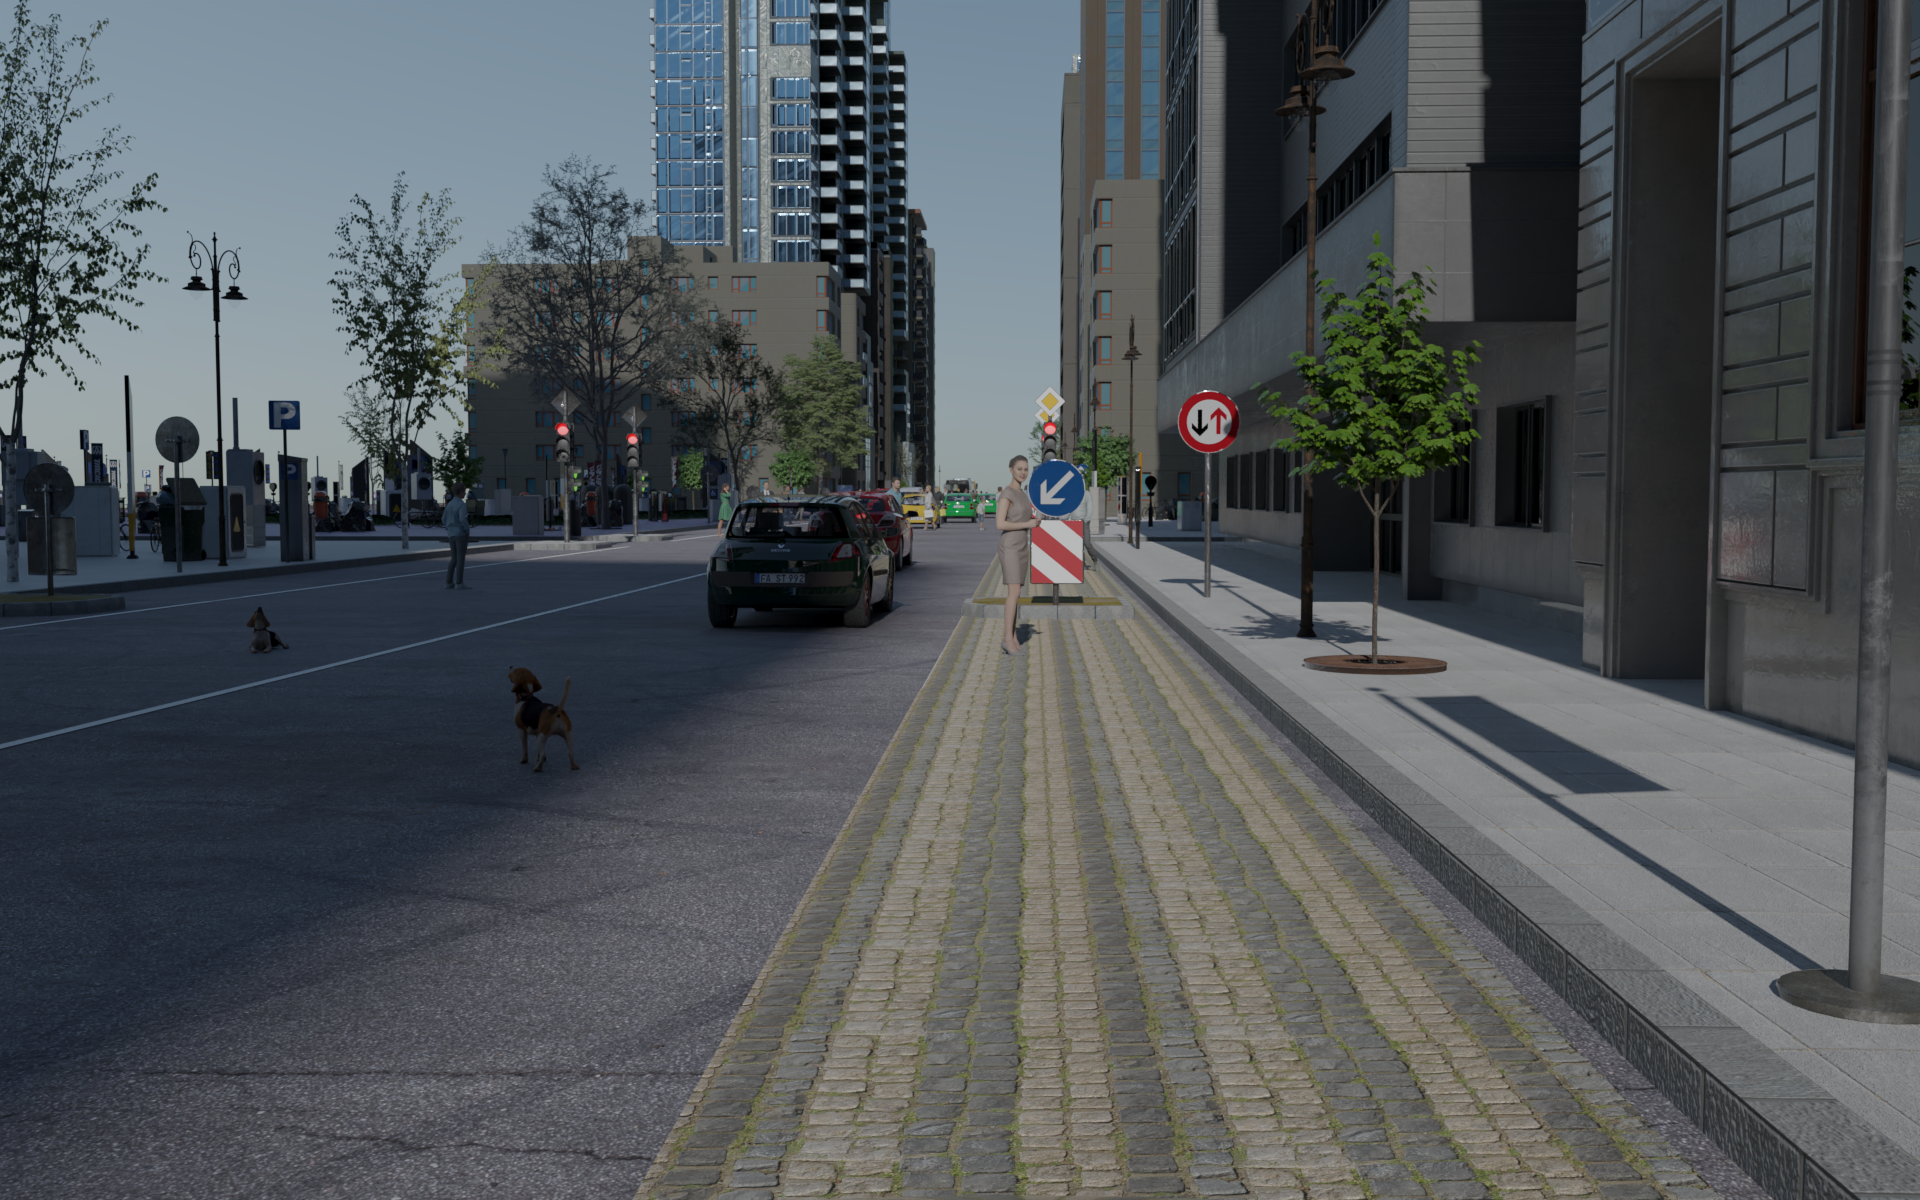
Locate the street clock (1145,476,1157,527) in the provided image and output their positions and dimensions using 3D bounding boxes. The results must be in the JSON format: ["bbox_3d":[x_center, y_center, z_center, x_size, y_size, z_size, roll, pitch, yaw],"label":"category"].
[{"bbox_3d":[7.462,-3.865,67.765,0.471,2.002,0.358,0,4,7],"label":"street clock"}]

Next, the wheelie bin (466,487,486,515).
[{"bbox_3d":[-22.235,-4.377,79.480,0.693,1.594,0.980,2,4,30],"label":"wheelie bin"}]

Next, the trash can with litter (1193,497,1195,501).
[{"bbox_3d":[11.461,-4.300,81.698,1.055,1.170,0.624,0,4,-3],"label":"trash can with litter"}]

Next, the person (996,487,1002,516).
[{"bbox_3d":[1.809,-4.023,74.840,0.480,1.755,0.524,2,4,34],"label":"person"}]

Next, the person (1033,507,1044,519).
[{"bbox_3d":[2.958,-3.247,62.345,0.760,1.731,0.466,1,4,20],"label":"person"}]

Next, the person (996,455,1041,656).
[{"bbox_3d":[0.521,-0.406,15.485,0.374,1.781,0.599,2,4,25],"label":"person"}]

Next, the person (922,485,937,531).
[{"bbox_3d":[-1.182,-3.593,67.599,0.624,1.780,0.694,0,3,0],"label":"person"}]

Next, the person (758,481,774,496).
[{"bbox_3d":[-6.045,-2.827,54.495,0.659,1.850,0.755,-1,4,-16],"label":"person"}]

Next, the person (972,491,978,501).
[{"bbox_3d":[1.387,-8.791,152.955,0.721,1.735,1.217,-3,5,-43],"label":"person"}]

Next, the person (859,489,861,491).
[{"bbox_3d":[-6.924,-6.790,119.852,0.374,1.781,0.599,2,4,29],"label":"person"}]

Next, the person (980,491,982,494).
[{"bbox_3d":[1.938,-9.539,165.175,0.721,1.736,1.217,-1,4,-21],"label":"person"}]

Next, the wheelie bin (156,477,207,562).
[{"bbox_3d":[-14.869,-1.536,33.022,0.693,1.594,0.980,2,4,25],"label":"wheelie bin"}]

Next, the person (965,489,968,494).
[{"bbox_3d":[0.467,-6.434,113.977,0.520,1.790,0.573,2,4,32],"label":"person"}]

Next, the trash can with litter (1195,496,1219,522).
[{"bbox_3d":[11.679,-4.233,80.604,1.055,1.170,0.624,-2,4,-24],"label":"trash can with litter"}]

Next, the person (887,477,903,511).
[{"bbox_3d":[-1.567,-1.927,40.021,0.620,1.820,0.660,2,4,27],"label":"person"}]

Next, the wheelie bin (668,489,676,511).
[{"bbox_3d":[-18.511,-6.298,110.878,0.693,1.594,0.980,-1,4,-11],"label":"wheelie bin"}]

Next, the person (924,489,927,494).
[{"bbox_3d":[-2.351,-6.863,120.810,0.767,1.812,0.694,-1,4,-22],"label":"person"}]

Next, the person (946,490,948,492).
[{"bbox_3d":[-1.135,-7.101,125.268,0.598,1.740,0.731,0,3,0],"label":"person"}]

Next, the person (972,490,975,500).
[{"bbox_3d":[1.291,-9.405,162.279,0.705,1.823,1.348,-1,4,-13],"label":"person"}]

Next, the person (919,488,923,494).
[{"bbox_3d":[-2.091,-5.090,92.469,0.760,1.731,0.466,-1,4,-17],"label":"person"}]

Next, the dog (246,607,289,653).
[{"bbox_3d":[-6.332,0.260,15.948,0.550,0.427,0.748,2,4,29],"label":"dog"}]

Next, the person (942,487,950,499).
[{"bbox_3d":[-0.864,-6.123,108.381,0.659,1.850,0.755,1,4,19],"label":"person"}]

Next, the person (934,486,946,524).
[{"bbox_3d":[-1.233,-4.479,81.947,0.699,1.804,1.509,-2,4,-25],"label":"person"}]

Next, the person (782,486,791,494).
[{"bbox_3d":[-8.183,-4.463,81.388,0.836,1.842,0.656,0,4,1],"label":"person"}]

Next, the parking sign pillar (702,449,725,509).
[{"bbox_3d":[-14.540,-6.965,102.343,1.447,3.967,1.447,0,4,8],"label":"parking sign pillar"}]

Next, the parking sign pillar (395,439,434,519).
[{"bbox_3d":[-26.539,-5.911,85.110,1.447,3.967,1.447,1,4,23],"label":"parking sign pillar"}]

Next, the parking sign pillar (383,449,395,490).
[{"bbox_3d":[-33.853,-7.049,103.718,1.447,3.967,1.447,2,4,33],"label":"parking sign pillar"}]

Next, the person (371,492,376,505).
[{"bbox_3d":[-71.780,-12.408,212.302,0.756,1.711,0.436,-1,4,-16],"label":"person"}]

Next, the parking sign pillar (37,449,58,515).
[{"bbox_3d":[-54.660,-7.056,103.837,1.447,3.967,1.447,2,4,26],"label":"parking sign pillar"}]

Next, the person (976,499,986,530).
[{"bbox_3d":[0.844,-3.402,68.800,0.352,1.250,0.332,-1,4,-18],"label":"person"}]

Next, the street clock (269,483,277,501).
[{"bbox_3d":[-43.629,-6.452,110.068,0.471,2.002,0.358,2,4,25],"label":"street clock"}]

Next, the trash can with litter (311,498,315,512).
[{"bbox_3d":[-41.995,-6.210,112.916,0.624,1.170,1.055,-2,4,-23],"label":"trash can with litter"}]

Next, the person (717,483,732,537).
[{"bbox_3d":[-7.843,-3.005,57.873,0.529,1.795,0.600,0,4,5],"label":"person"}]

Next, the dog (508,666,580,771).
[{"bbox_3d":[-2.203,0.623,9.098,0.540,0.507,0.406,1,4,13],"label":"dog"}]

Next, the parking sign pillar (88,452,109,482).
[{"bbox_3d":[-52.897,-7.200,106.184,1.447,3.967,1.447,2,4,31],"label":"parking sign pillar"}]

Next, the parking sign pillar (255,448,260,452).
[{"bbox_3d":[-41.602,-6.906,101.377,1.447,3.967,1.447,-1,4,-20],"label":"parking sign pillar"}]

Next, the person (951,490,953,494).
[{"bbox_3d":[-0.744,-8.039,140.469,0.617,1.759,0.750,-2,4,-35],"label":"person"}]

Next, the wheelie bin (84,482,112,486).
[{"bbox_3d":[-22.972,-2.338,46.136,0.980,1.594,0.693,-2,4,-27],"label":"wheelie bin"}]

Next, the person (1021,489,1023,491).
[{"bbox_3d":[4.497,-7.294,127.734,0.794,1.824,0.713,-1,4,-23],"label":"person"}]

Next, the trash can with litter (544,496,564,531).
[{"bbox_3d":[-14.304,-3.044,60.830,1.678,1.210,2.233,-1,4,-16],"label":"trash can with litter"}]

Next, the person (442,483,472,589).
[{"bbox_3d":[-7.552,-0.966,26.097,0.330,1.601,0.589,-3,5,-41],"label":"person"}]

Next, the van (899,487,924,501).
[{"bbox_3d":[-2.920,-5.747,100.969,2.013,2.044,4.112,0,4,3],"label":"van"}]

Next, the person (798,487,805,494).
[{"bbox_3d":[-8.420,-5.101,92.029,0.709,1.813,0.853,3,5,44],"label":"person"}]

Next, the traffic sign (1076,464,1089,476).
[{"bbox_3d":[5.202,-4.503,73.730,0.768,2.556,0.104,0,4,4],"label":"traffic sign"}]

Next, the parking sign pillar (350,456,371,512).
[{"bbox_3d":[-42.444,-8.195,122.457,1.447,3.967,1.447,3,4,38],"label":"parking sign pillar"}]

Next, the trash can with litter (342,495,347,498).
[{"bbox_3d":[-44.855,-7.076,126.755,2.233,1.210,1.678,2,4,30],"label":"trash can with litter"}]

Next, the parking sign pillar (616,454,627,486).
[{"bbox_3d":[-22.786,-7.843,116.711,1.447,3.967,1.447,0,4,2],"label":"parking sign pillar"}]

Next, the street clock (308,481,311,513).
[{"bbox_3d":[-37.447,-5.799,99.381,0.358,2.002,0.471,3,4,38],"label":"street clock"}]

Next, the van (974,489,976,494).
[{"bbox_3d":[1.074,-13.382,223.181,2.240,2.365,5.245,0,4,3],"label":"van"}]

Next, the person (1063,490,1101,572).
[{"bbox_3d":[2.186,-1.405,31.961,0.515,1.767,0.782,-3,5,-43],"label":"person"}]

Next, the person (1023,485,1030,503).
[{"bbox_3d":[2.539,-3.576,67.233,0.793,1.790,0.793,0,4,5],"label":"person"}]
